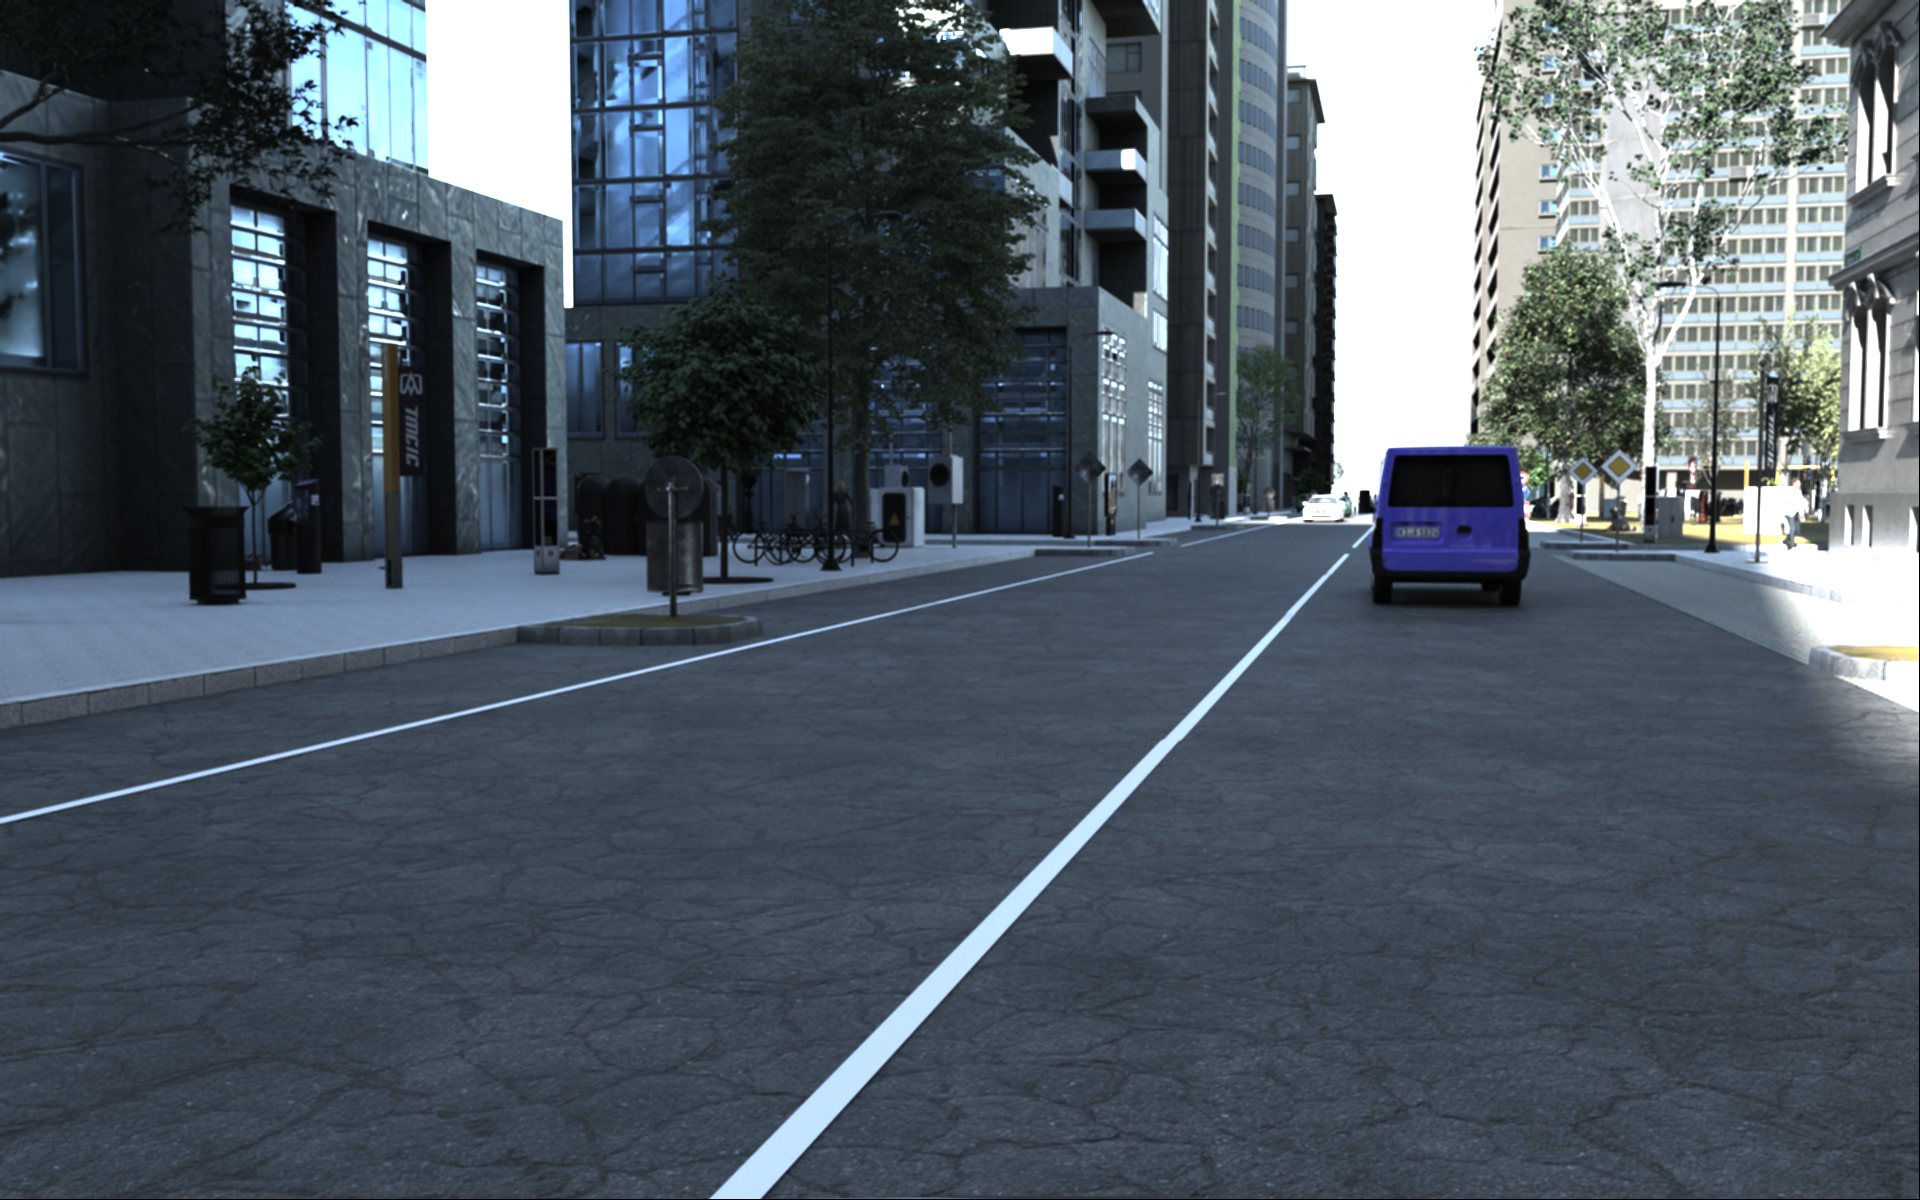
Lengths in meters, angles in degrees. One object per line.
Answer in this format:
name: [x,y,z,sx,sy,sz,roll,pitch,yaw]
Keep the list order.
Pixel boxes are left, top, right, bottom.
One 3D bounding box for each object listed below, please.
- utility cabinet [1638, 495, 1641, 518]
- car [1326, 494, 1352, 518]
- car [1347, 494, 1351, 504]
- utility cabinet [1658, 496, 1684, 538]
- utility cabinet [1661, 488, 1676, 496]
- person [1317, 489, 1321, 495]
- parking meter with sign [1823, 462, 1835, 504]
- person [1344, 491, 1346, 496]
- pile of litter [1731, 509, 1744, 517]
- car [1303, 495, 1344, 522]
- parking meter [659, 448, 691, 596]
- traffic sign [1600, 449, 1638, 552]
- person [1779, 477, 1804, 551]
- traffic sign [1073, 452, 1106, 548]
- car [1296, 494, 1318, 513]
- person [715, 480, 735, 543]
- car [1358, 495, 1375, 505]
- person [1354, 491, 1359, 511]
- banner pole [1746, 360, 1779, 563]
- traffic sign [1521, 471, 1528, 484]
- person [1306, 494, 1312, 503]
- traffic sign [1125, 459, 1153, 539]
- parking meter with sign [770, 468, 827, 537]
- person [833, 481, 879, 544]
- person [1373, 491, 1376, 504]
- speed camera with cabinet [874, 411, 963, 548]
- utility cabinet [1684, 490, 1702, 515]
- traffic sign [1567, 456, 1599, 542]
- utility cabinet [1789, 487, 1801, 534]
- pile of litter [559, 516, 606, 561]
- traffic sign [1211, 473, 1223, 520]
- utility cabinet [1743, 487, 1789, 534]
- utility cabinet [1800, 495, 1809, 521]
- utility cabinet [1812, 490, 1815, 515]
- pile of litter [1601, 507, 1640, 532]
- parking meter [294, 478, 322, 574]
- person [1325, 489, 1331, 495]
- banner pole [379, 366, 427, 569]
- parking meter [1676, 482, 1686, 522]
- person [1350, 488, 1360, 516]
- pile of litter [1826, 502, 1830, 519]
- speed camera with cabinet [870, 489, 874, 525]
utility cabinet: [37.442,-5.083,94.274,1.020,1.237,0.306,-1,4,-11]
car: [23.097,-5.809,106.778,2.131,1.459,4.920,1,4,15]
car: [51.799,-13.505,230.589,2.009,1.686,4.222,1,4,15]
utility cabinet: [20.420,-2.388,50.212,1.020,1.237,0.306,0,4,-7]
utility cabinet: [26.687,-3.463,65.294,0.318,1.500,1.173,1,4,11]
person: [28.454,-7.847,136.939,0.705,1.807,1.348,2,4,33]
parking meter with sign: [47.476,-5.970,93.871,1.738,3.016,0.543,-2,4,-24]
person: [41.967,-11.022,188.792,0.705,1.814,1.350,0,4,2]
pile of litter: [43.741,-5.019,96.031,1.176,0.858,1.719,-3,5,-43]
car: [18.758,-4.699,89.185,2.083,1.381,4.827,1,4,16]
parking meter: [-3.623,-0.993,21.939,0.399,1.863,0.255,0,4,-5]
traffic sign: [14.548,-2.119,38.283,0.795,2.450,0.064,1,4,14]
person: [20.392,-2.092,42.557,0.661,1.843,0.795,-1,4,-21]
traffic sign: [3.079,-2.299,41.234,0.795,2.450,0.064,1,4,14]
car: [26.781,-7.597,133.001,1.959,1.807,4.718,1,4,12]
person: [-6.647,-2.468,48.864,0.620,1.820,0.660,-2,4,-33]
car: [52.399,-12.898,223.240,2.083,1.381,4.827,1,4,14]
person: [34.392,-8.690,150.586,0.705,1.823,1.348,0,4,-6]
banner pole: [15.143,-2.600,32.525,0.863,3.779,0.401,-3,4,-38]
traffic sign: [31.208,-5.892,96.434,0.768,2.556,0.104,1,4,17]
person: [25.652,-7.070,127.315,0.599,1.433,0.991,2,4,35]
traffic sign: [5.063,-2.772,48.970,0.795,2.450,0.064,1,4,14]
parking meter with sign: [-4.840,-3.381,51.542,1.738,3.016,0.543,1,4,14]
person: [-2.984,-2.462,48.970,1.509,1.804,0.699,1,4,20]
person: [59.350,-14.644,248.026,0.705,1.812,1.348,1,4,18]
speed camera with cabinet: [-0.947,-2.874,41.325,2.038,3.252,0.660,2,4,29]
utility cabinet: [43.607,-5.782,103.212,1.173,1.500,0.318,-1,4,-18]
traffic sign: [16.532,-2.592,46.018,0.795,2.450,0.064,1,4,14]
utility cabinet: [26.252,-2.845,55.193,1.173,1.500,0.318,-2,4,-26]
pile of litter: [-7.506,-1.230,34.079,1.176,0.858,1.719,0,4,2]
traffic sign: [12.746,-5.119,85.828,0.606,2.300,0.079,2,4,24]
utility cabinet: [25.363,-2.809,54.608,1.173,1.500,0.318,1,4,20]
utility cabinet: [40.419,-4.434,83.651,1.020,1.237,0.306,2,4,33]
utility cabinet: [53.107,-5.998,106.740,1.173,1.500,0.318,-1,4,-15]
pile of litter: [22.882,-2.803,59.787,1.176,0.858,1.719,0,4,-2]
parking meter: [-10.520,-1.195,27.954,0.372,1.533,0.369,0,3,0]
person: [26.728,-7.177,125.857,1.348,1.822,0.705,-1,4,-15]
banner pole: [-9.571,-2.431,29.767,0.863,3.779,0.401,-2,4,-25]
parking meter: [33.550,-4.585,80.673,0.399,1.863,0.255,-1,4,-13]
person: [26.162,-6.494,114.775,0.635,1.810,0.391,3,4,36]
pile of litter: [45.591,-4.683,90.527,1.719,0.858,1.176,-1,4,-22]
speed camera with cabinet: [-2.191,-3.603,53.243,0.660,3.252,2.038,1,4,18]
